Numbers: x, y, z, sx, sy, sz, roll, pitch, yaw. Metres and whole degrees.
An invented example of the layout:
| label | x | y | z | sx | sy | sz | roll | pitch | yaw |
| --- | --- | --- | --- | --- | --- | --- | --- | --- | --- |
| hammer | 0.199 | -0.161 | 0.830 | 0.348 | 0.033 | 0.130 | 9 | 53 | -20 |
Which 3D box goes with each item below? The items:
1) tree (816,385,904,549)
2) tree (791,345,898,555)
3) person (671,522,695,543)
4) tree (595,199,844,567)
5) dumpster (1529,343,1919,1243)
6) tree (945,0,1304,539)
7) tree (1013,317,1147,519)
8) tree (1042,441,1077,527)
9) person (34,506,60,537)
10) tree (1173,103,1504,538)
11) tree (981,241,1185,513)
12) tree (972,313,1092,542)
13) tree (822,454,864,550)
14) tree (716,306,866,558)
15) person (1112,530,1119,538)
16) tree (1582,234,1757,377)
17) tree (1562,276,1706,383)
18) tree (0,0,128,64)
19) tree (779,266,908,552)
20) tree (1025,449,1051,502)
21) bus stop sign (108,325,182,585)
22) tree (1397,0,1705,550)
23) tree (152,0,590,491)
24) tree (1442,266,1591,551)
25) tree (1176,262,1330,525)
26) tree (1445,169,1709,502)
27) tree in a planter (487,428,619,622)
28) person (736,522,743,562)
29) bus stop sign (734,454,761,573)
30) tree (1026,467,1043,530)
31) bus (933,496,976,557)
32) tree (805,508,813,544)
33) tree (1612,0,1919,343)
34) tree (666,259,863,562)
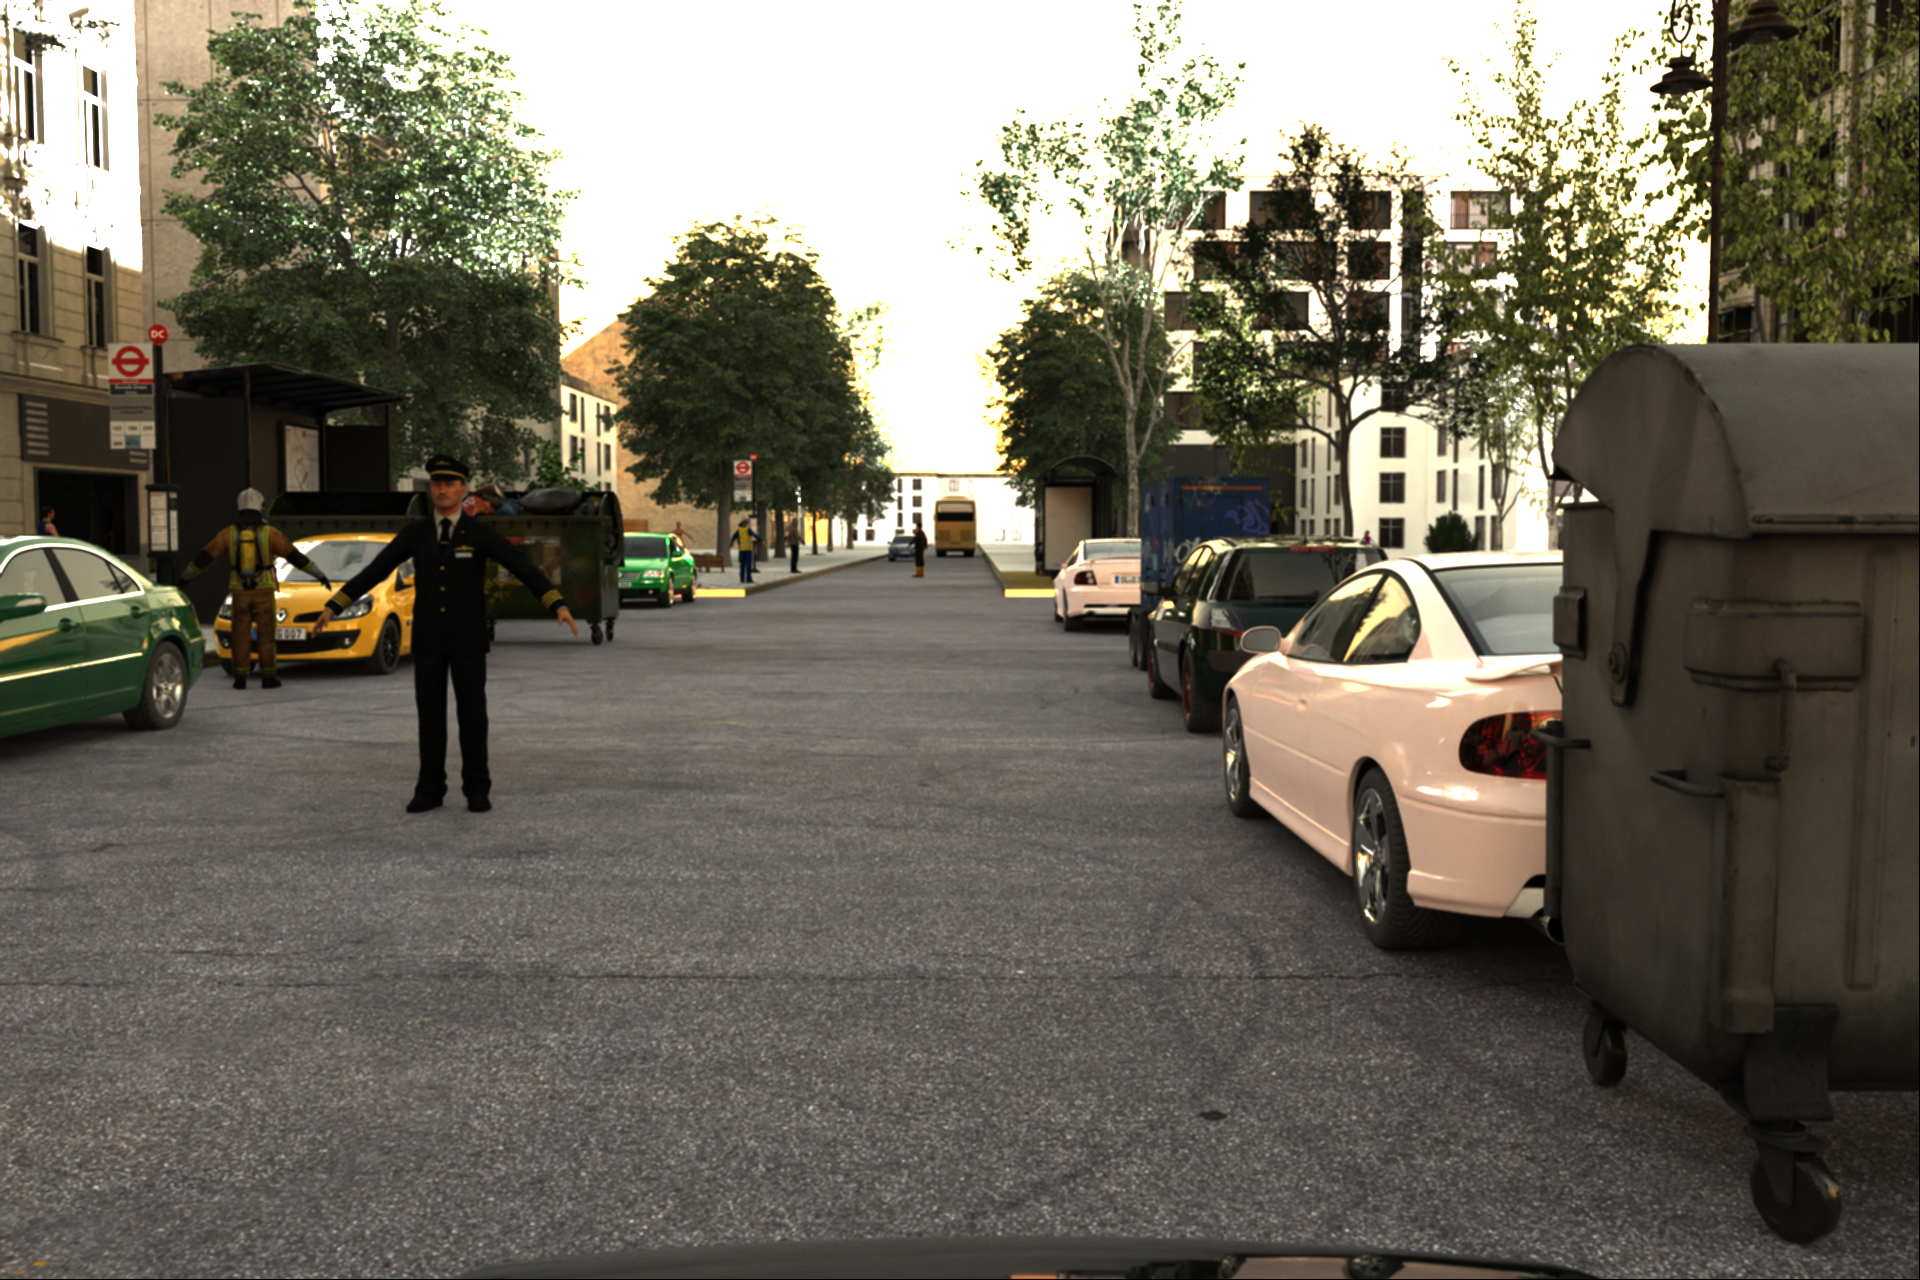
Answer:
| label | x | y | z | sx | sy | sz | roll | pitch | yaw |
| --- | --- | --- | --- | --- | --- | --- | --- | --- | --- |
| tree | -9.377 | -14.641 | 146.035 | 9.857 | 13.997 | 8.962 | 0 | 3 | 0 |
| tree | -9.038 | -11.973 | 106.135 | 12.009 | 13.543 | 11.850 | 0 | 3 | 0 |
| person | -10.591 | -3.576 | 65.272 | 1.217 | 1.733 | 0.721 | -1 | 4 | -14 |
| tree | -9.243 | -9.783 | 66.606 | 9.857 | 13.997 | 8.962 | 0 | 3 | 0 |
| dumpster | 2.388 | 0.260 | 3.969 | 1.865 | 1.857 | 1.264 | 0 | 4 | 0 |
| tree | 5.872 | -12.602 | 61.936 | 12.611 | 20.169 | 13.585 | 0 | 3 | 0 |
| tree | 6.098 | -10.571 | 90.969 | 7.486 | 12.596 | 7.792 | 0 | 3 | 0 |
| tree | 6.172 | -9.378 | 103.689 | 4.360 | 8.622 | 3.978 | 0 | 3 | 0 |
| person | -17.431 | -1.652 | 33.180 | 1.345 | 1.807 | 0.704 | 3 | 4 | 36 |
| tree | 8.315 | -6.336 | 38.002 | 7.601 | 10.594 | 8.767 | 1 | 4 | 21 |
| tree | 5.632 | -10.426 | 77.125 | 9.857 | 13.997 | 8.962 | 0 | 3 | 0 |
| tree | 8.306 | -17.556 | 142.931 | 12.611 | 20.169 | 13.585 | 0 | 3 | 0 |
| tree | -9.265 | -11.440 | 137.402 | 4.360 | 8.622 | 3.978 | 0 | 3 | 0 |
| tree | -9.721 | -11.373 | 92.603 | 9.857 | 13.997 | 8.962 | 0 | 3 | 0 |
| person | 6.157 | -4.068 | 72.660 | 1.345 | 1.843 | 0.704 | -1 | 4 | -21 |
| tree | 16.659 | -5.638 | 42.539 | 4.360 | 8.622 | 3.978 | 0 | 3 | 0 |
| tree | 19.715 | -6.107 | 50.217 | 4.737 | 8.622 | 4.395 | 0 | 3 | 0 |
| tree | -12.989 | -6.394 | 14.916 | 12.009 | 13.543 | 11.850 | 0 | 3 | 0 |
| tree | -10.788 | -16.418 | 124.327 | 12.611 | 20.169 | 13.585 | 0 | 3 | 0 |
| tree | 6.456 | -10.473 | 121.589 | 4.737 | 8.622 | 4.395 | 0 | 3 | 0 |
| bus stop sign | -10.419 | -2.046 | 22.149 | 0.855 | 3.939 | 0.416 | 0 | 4 | 0 |
| tree | 8.135 | -4.482 | 23.644 | 4.737 | 8.622 | 4.395 | 0 | 3 | 0 |
| tree | -13.121 | -8.106 | 39.185 | 9.857 | 13.997 | 8.962 | 0 | 3 | 0 |
| tree | 14.857 | -5.947 | 47.595 | 4.360 | 8.622 | 3.978 | 0 | 3 | 0 |
| tree | 7.615 | -5.891 | 46.681 | 4.737 | 8.622 | 4.395 | 0 | 3 | 0 |
| tree | 21.094 | -9.075 | 58.751 | 12.009 | 13.543 | 11.850 | 0 | 3 | 0 |
| tree in a planter | -6.862 | -1.959 | 29.253 | 1.991 | 3.239 | 1.994 | 0 | 4 | 1 |
| person | -9.879 | -4.428 | 78.577 | 0.705 | 1.806 | 1.347 | 1 | 4 | 20 |
| bus stop sign | -7.048 | -4.202 | 57.413 | 0.855 | 3.939 | 0.416 | 0 | 4 | 1 |
| tree | 6.339 | -10.054 | 114.753 | 4.360 | 8.622 | 3.978 | 0 | 3 | 0 |
| bus | -0.323 | -7.349 | 111.703 | 2.896 | 3.916 | 12.252 | 0 | 4 | 0 |
| tree | -20.048 | -17.228 | 232.037 | 4.737 | 8.622 | 4.395 | 0 | 3 | 0 |
| tree | 8.468 | -4.095 | 17.320 | 4.737 | 8.622 | 4.395 | 0 | 3 | 0 |
| tree | -9.146 | -10.619 | 80.273 | 9.857 | 13.997 | 8.962 | 0 | 3 | 0 |
